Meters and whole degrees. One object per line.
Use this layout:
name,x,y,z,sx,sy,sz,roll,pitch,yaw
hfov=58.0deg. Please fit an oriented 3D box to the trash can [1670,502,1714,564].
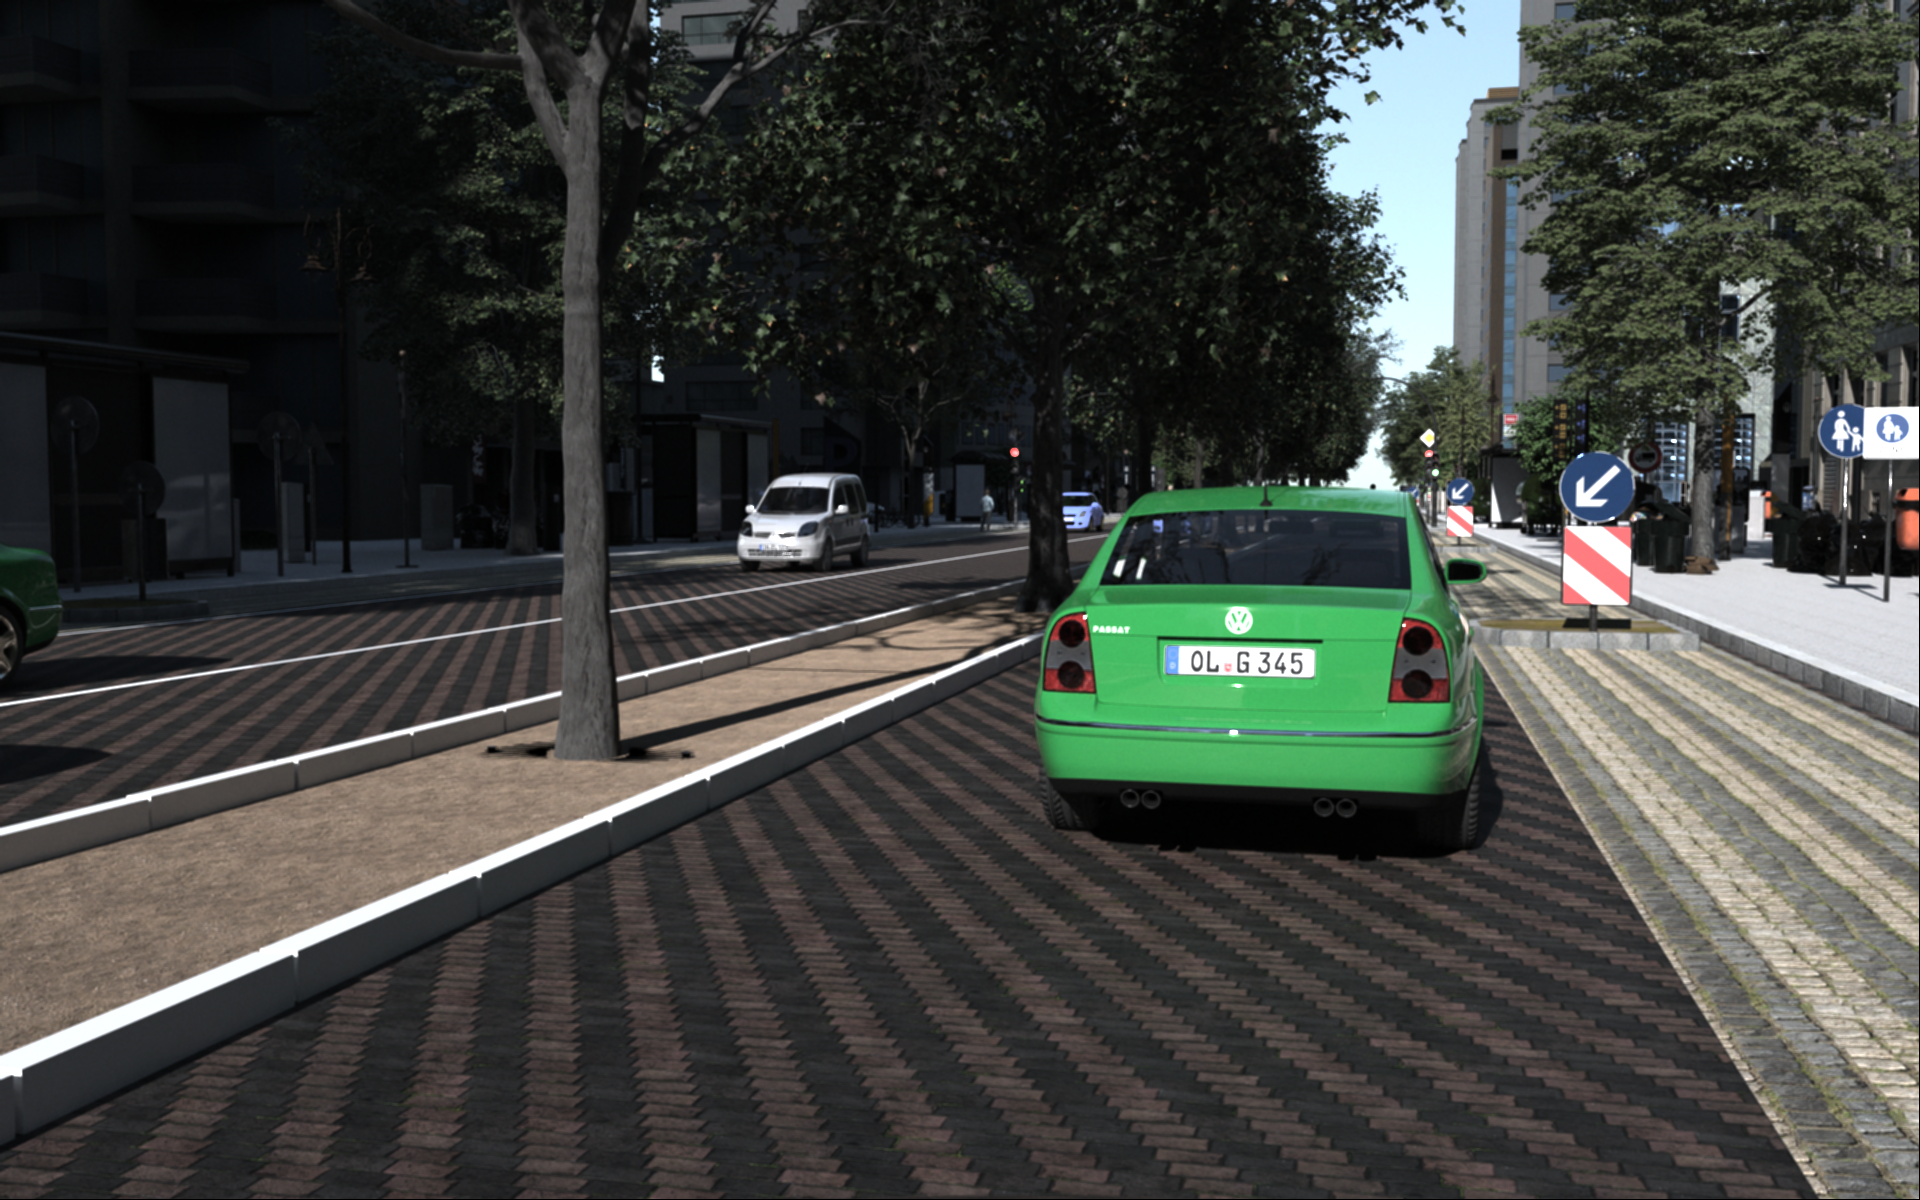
trash can,13.547,-1.250,32.089,0.748,1.137,0.748,0,3,0

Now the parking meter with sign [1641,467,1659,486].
parking meter with sign,37.552,-6.069,95.491,1.738,3.016,0.543,2,4,25

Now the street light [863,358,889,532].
street light,-2.810,-5.212,58.009,0.468,5.910,1.993,1,4,13

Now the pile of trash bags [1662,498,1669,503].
pile of trash bags,35.079,-4.796,88.173,1.912,1.369,3.447,2,4,26

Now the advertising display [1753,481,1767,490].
advertising display,38.161,-4.751,82.896,0.123,1.923,0.974,-1,4,-23

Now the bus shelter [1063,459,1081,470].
bus shelter,5.369,-6.335,97.505,2.014,3.302,5.546,1,4,14

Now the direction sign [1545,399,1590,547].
direction sign,14.623,-3.028,41.507,0.876,3.537,0.379,0,4,-2

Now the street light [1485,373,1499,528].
street light,20.277,-5.704,66.044,0.468,5.910,1.993,1,4,13

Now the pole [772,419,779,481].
pole,-5.004,-3.255,47.060,0.158,3.312,0.155,0,3,0

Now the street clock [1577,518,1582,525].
street clock,20.574,-3.230,57.373,0.358,2.002,0.471,-2,4,-30

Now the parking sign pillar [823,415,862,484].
parking sign pillar,-4.004,-4.317,59.048,1.447,3.967,1.447,0,4,3

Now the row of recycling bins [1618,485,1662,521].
row of recycling bins,31.451,-4.533,81.234,1.069,1.692,3.534,-2,4,-25

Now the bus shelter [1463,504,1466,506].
bus shelter,35.117,-8.009,122.225,1.731,3.624,6.357,1,4,13

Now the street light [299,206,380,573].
street light,-10.025,-3.385,28.140,0.468,5.910,1.993,1,4,13

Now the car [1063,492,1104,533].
car,4.332,-3.406,65.284,1.945,1.707,3.694,1,4,14

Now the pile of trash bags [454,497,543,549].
pile of trash bags,-11.484,-1.948,41.601,3.447,1.369,1.912,2,4,25

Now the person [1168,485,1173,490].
person,9.368,-4.201,77.062,0.514,1.842,0.818,1,4,10

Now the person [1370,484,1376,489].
person,15.216,-3.371,63.792,0.419,1.800,0.721,1,4,21

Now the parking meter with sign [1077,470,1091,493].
parking meter with sign,8.983,-8.068,128.176,0.543,3.016,1.738,-2,4,-27

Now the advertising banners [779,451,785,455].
advertising banners,-7.656,-4.522,70.130,0.090,3.025,2.074,2,4,27

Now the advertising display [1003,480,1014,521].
advertising display,2.567,-5.200,90.240,0.123,1.923,0.974,-1,4,-13

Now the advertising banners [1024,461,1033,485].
advertising banners,4.425,-5.891,92.501,2.074,3.025,0.090,0,4,6

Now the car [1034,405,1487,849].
car,1.591,0.017,8.513,1.959,1.807,4.718,1,4,15

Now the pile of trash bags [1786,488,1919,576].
pile of trash bags,14.462,-1.071,27.267,1.912,1.369,3.447,1,4,9

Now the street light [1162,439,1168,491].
street light,16.488,-10.130,138.417,0.468,5.910,1.993,1,4,13

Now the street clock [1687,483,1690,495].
street clock,46.596,-6.527,111.279,0.471,2.002,0.358,1,4,17

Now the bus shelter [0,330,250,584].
bus shelter,-13.061,-2.765,22.846,2.179,5.291,8.768,1,4,13

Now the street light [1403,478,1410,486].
street light,62.384,-16.432,241.457,0.468,5.910,1.993,1,4,13

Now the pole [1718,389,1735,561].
pole,14.714,-2.409,33.223,0.158,3.312,0.155,0,3,0

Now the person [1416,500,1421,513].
person,14.864,-2.643,56.395,0.352,1.250,0.332,3,4,37

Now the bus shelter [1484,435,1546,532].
bus shelter,19.560,-4.086,60.724,2.014,3.302,5.546,1,4,14

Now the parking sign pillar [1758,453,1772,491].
parking sign pillar,51.241,-7.423,109.840,1.447,3.967,1.447,-1,4,-12

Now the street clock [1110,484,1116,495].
street clock,11.422,-7.633,129.362,0.358,2.002,0.471,-2,4,-28

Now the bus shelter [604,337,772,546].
bus shelter,-7.400,-4.222,46.656,2.179,5.291,8.768,1,4,13

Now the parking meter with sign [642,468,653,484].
parking meter with sign,-15.498,-5.504,86.257,0.543,3.016,1.738,-3,5,-39

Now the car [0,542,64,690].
car,-8.118,-0.152,11.282,1.959,1.807,4.718,1,4,14

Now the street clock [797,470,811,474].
street clock,-4.611,-2.859,51.310,0.471,2.002,0.358,-1,4,-8

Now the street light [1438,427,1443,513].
street light,32.546,-8.842,117.347,0.468,5.910,1.993,1,4,13

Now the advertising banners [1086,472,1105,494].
advertising banners,10.578,-8.617,137.070,2.074,3.025,0.090,-1,4,-10

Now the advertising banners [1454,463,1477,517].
advertising banners,28.461,-6.109,96.063,2.074,3.025,0.090,1,4,15

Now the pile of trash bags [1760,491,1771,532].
pile of trash bags,26.811,-2.999,58.791,1.912,1.369,3.447,0,4,1

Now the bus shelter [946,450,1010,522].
bus shelter,1.014,-5.355,81.485,2.014,3.302,5.546,1,4,14

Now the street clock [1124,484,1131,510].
street clock,11.882,-7.246,123.046,0.471,2.002,0.358,0,4,5

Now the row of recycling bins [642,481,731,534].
row of recycling bins,-8.231,-2.857,53.820,3.534,1.692,1.069,-2,4,-24

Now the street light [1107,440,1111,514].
street light,9.295,-8.317,108.769,0.468,5.910,1.993,1,4,13

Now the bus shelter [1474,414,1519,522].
bus shelter,26.201,-6.524,84.306,2.179,5.291,8.768,1,4,14

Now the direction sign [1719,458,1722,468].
direction sign,47.905,-7.115,108.333,0.876,3.537,0.379,1,4,15

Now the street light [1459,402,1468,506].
street light,25.249,-6.988,87.035,0.468,5.910,1.993,1,4,13

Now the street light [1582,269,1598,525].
street light,12.919,-3.846,35.676,0.468,5.910,1.993,1,4,13

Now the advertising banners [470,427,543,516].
advertising banners,-11.758,-2.976,44.839,2.074,3.025,0.090,-3,4,-38

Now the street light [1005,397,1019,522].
street light,2.332,-6.510,79.221,0.468,5.910,1.993,1,4,13

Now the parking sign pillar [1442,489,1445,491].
parking sign pillar,40.858,-9.563,144.828,1.447,3.967,1.447,-3,4,-37

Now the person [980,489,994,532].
person,1.009,-3.297,64.213,0.589,1.601,0.330,2,4,28
